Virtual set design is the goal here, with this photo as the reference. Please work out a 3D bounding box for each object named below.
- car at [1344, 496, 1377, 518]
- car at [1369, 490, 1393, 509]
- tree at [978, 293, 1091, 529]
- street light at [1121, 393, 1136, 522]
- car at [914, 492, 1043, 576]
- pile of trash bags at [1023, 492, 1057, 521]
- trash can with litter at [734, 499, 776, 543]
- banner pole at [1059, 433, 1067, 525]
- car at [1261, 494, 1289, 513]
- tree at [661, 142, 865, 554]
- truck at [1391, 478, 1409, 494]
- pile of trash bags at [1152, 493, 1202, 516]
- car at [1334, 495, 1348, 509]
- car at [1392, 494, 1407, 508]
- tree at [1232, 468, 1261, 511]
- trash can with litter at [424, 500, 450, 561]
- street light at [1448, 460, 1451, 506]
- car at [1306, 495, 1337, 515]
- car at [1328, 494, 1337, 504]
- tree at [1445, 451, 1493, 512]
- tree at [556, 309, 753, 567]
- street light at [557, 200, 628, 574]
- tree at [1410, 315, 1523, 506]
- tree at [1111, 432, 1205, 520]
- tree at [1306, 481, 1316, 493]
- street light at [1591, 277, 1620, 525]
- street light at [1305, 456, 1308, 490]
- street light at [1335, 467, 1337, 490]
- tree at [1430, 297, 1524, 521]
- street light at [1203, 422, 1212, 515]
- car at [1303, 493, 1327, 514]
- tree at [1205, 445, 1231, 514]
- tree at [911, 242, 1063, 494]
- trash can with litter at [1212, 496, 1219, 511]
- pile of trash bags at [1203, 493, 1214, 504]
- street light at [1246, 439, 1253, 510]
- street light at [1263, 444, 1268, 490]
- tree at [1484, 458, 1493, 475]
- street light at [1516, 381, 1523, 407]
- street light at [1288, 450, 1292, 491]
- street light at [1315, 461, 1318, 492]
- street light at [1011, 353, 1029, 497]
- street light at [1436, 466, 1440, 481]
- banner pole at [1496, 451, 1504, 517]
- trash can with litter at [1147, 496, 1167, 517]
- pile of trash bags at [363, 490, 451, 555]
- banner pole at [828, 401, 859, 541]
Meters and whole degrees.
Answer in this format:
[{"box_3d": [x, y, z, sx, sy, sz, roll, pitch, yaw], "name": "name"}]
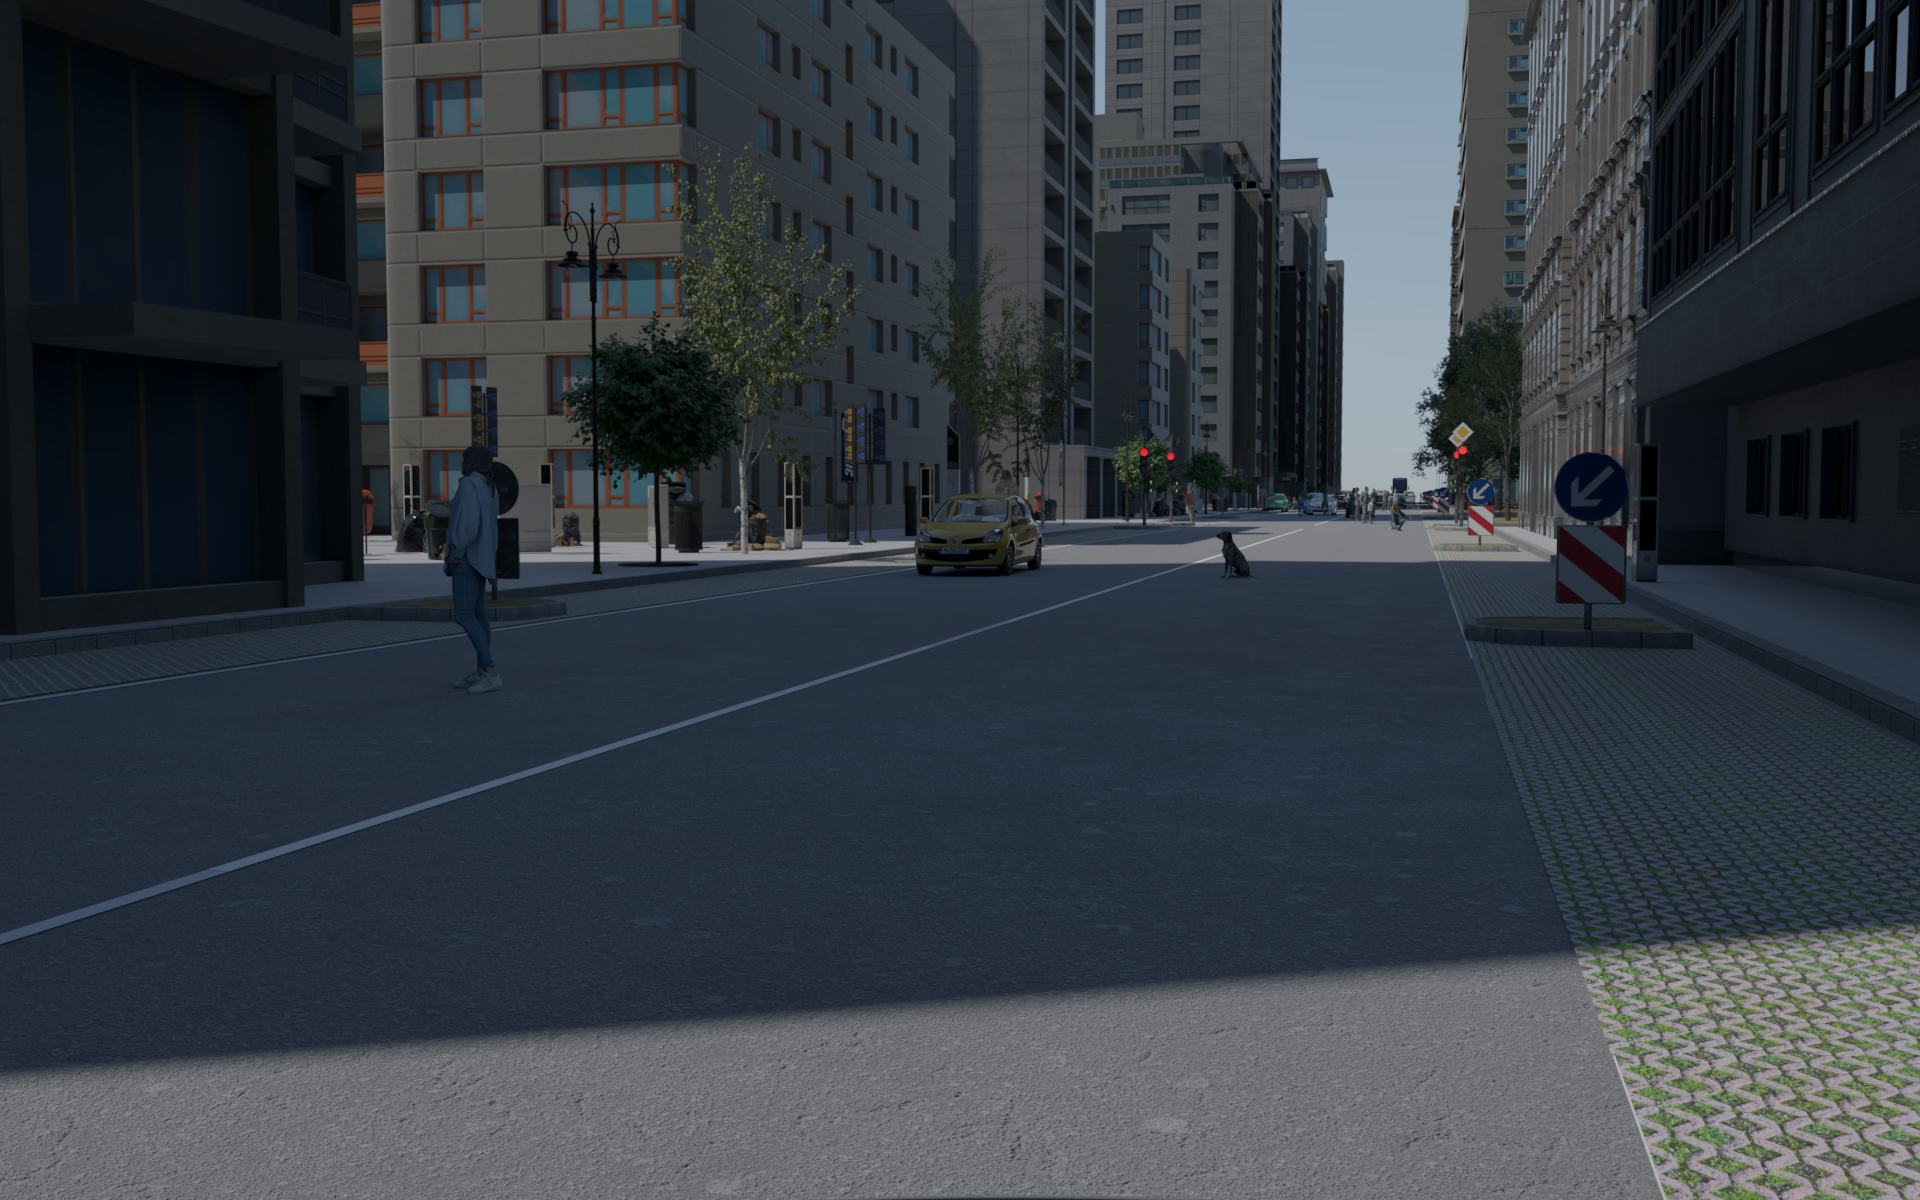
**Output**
[{"box_3d": [24.149, -5.623, 104.521, 1.945, 1.354, 3.894, 1, 4, 13], "name": "car"}, {"box_3d": [40.734, -9.720, 167.599, 2.281, 1.827, 5.304, 1, 4, 15], "name": "car"}, {"box_3d": [2.919, -6.937, 63.783, 4.360, 8.622, 3.978, 0, 3, 0], "name": "tree"}, {"box_3d": [7.686, -6.513, 79.278, 0.468, 5.910, 1.993, 1, 4, 15], "name": "street light"}, {"box_3d": [0.369, -1.321, 31.824, 2.015, 1.641, 3.980, 1, 4, 14], "name": "car"}, {"box_3d": [3.688, -4.447, 82.463, 1.912, 1.369, 3.447, 0, 4, -3], "name": "pile of trash bags"}, {"box_3d": [-5.377, -2.098, 45.686, 1.055, 1.170, 0.624, -3, 5, -44], "name": "trash can with litter"}, {"box_3d": [4.186, -4.949, 70.925, 0.401, 3.779, 0.863, 1, 4, 23], "name": "banner pole"}, {"box_3d": [24.502, -7.698, 134.666, 1.959, 1.807, 4.718, 1, 4, 16], "name": "car"}, {"box_3d": [-4.436, -5.268, 36.486, 4.737, 8.622, 4.395, 0, 3, 0], "name": "tree"}, {"box_3d": [70.695, -17.688, 278.956, 2.967, 4.110, 18.799, 1, 4, 16], "name": "truck"}, {"box_3d": [12.700, -5.696, 102.886, 1.912, 1.369, 3.447, 2, 4, 28], "name": "pile of trash bags"}, {"box_3d": [36.660, -9.505, 167.980, 1.945, 1.354, 3.894, 1, 4, 16], "name": "car"}, {"box_3d": [44.033, -10.132, 174.452, 1.959, 1.807, 4.718, 1, 4, 15], "name": "car"}, {"box_3d": [23.951, -9.147, 144.159, 1.663, 3.219, 1.824, 0, 3, 0], "name": "tree"}, {"box_3d": [-9.961, -1.361, 33.643, 0.624, 1.170, 1.055, -3, 5, -43], "name": "trash can with litter"}, {"box_3d": [54.297, -13.421, 192.226, 0.468, 5.910, 1.993, 1, 4, 15], "name": "street light"}, {"box_3d": [24.799, -6.499, 118.612, 2.083, 1.381, 4.827, 1, 4, 15], "name": "car"}, {"box_3d": [33.128, -8.840, 156.534, 2.014, 1.417, 4.499, 1, 4, 16], "name": "car"}, {"box_3d": [37.452, -8.800, 127.593, 4.285, 4.588, 4.351, 0, 3, 0], "name": "tree"}, {"box_3d": [-5.463, -2.896, 31.065, 4.285, 4.588, 4.351, 0, 3, 0], "name": "tree"}, {"box_3d": [-5.824, -3.353, 27.603, 0.468, 5.910, 1.993, 1, 4, 15], "name": "street light"}, {"box_3d": [33.480, -11.871, 111.097, 9.611, 12.733, 9.660, 0, 3, 0], "name": "tree"}, {"box_3d": [9.294, -6.374, 87.927, 4.285, 4.588, 4.351, 0, 3, 0], "name": "tree"}, {"box_3d": [45.939, -14.188, 226.566, 1.663, 3.219, 1.824, 0, 3, 0], "name": "tree"}, {"box_3d": [13.793, -3.935, 37.127, 0.468, 5.910, 1.993, 1, 4, 15], "name": "street light"}, {"box_3d": [42.227, -14.582, 211.197, 0.468, 5.910, 1.993, 1, 4, 15], "name": "street light"}, {"box_3d": [63.331, -19.491, 291.460, 0.468, 5.910, 1.993, 1, 4, 15], "name": "street light"}, {"box_3d": [25.903, -9.061, 82.563, 7.601, 10.594, 8.767, -1, 4, -14], "name": "tree"}, {"box_3d": [15.400, -8.277, 108.124, 0.468, 5.910, 1.993, 1, 4, 15], "name": "street light"}, {"box_3d": [25.945, -7.152, 126.529, 1.945, 1.707, 3.694, 1, 4, 13], "name": "car"}, {"box_3d": [16.023, -7.883, 112.598, 4.285, 4.588, 4.351, 0, 3, 0], "name": "tree"}, {"box_3d": [0.567, -6.164, 51.150, 4.737, 8.622, 4.395, 0, 3, 0], "name": "tree"}, {"box_3d": [19.030, -7.137, 128.076, 0.624, 1.170, 1.055, -1, 4, -18], "name": "trash can with litter"}, {"box_3d": [19.943, -8.300, 145.453, 3.447, 1.369, 1.912, 3, 5, 40], "name": "pile of trash bags"}, {"box_3d": [22.847, -10.049, 137.088, 0.468, 5.910, 1.993, 1, 4, 15], "name": "street light"}, {"box_3d": [27.041, -11.037, 153.237, 0.468, 5.910, 1.993, 1, 4, 15], "name": "street light"}, {"box_3d": [41.142, -11.507, 138.494, 4.360, 8.622, 3.978, 0, 3, 0], "name": "tree"}, {"box_3d": [21.518, -5.716, 66.239, 0.468, 5.910, 1.993, 1, 4, 15], "name": "street light"}, {"box_3d": [34.645, -12.810, 182.234, 0.468, 5.910, 1.993, 1, 4, 15], "name": "street light"}, {"box_3d": [48.117, -15.957, 233.676, 0.468, 5.910, 1.993, 1, 4, 15], "name": "street light"}, {"box_3d": [1.902, -5.147, 56.948, 0.468, 5.910, 1.993, 1, 4, 15], "name": "street light"}, {"box_3d": [83.070, -20.111, 301.597, 0.468, 5.910, 1.993, 1, 4, 15], "name": "street light"}, {"box_3d": [30.527, -6.581, 97.613, 0.401, 3.779, 0.863, 0, 4, 4], "name": "banner pole"}, {"box_3d": [10.825, -5.122, 95.131, 1.055, 1.170, 0.624, -3, 4, -36], "name": "trash can with litter"}, {"box_3d": [-11.713, -1.718, 37.841, 3.447, 1.369, 1.912, -3, 5, -42], "name": "pile of trash bags"}, {"box_3d": [-3.148, -3.476, 46.853, 0.863, 3.779, 0.401, 1, 4, 10], "name": "banner pole"}]
